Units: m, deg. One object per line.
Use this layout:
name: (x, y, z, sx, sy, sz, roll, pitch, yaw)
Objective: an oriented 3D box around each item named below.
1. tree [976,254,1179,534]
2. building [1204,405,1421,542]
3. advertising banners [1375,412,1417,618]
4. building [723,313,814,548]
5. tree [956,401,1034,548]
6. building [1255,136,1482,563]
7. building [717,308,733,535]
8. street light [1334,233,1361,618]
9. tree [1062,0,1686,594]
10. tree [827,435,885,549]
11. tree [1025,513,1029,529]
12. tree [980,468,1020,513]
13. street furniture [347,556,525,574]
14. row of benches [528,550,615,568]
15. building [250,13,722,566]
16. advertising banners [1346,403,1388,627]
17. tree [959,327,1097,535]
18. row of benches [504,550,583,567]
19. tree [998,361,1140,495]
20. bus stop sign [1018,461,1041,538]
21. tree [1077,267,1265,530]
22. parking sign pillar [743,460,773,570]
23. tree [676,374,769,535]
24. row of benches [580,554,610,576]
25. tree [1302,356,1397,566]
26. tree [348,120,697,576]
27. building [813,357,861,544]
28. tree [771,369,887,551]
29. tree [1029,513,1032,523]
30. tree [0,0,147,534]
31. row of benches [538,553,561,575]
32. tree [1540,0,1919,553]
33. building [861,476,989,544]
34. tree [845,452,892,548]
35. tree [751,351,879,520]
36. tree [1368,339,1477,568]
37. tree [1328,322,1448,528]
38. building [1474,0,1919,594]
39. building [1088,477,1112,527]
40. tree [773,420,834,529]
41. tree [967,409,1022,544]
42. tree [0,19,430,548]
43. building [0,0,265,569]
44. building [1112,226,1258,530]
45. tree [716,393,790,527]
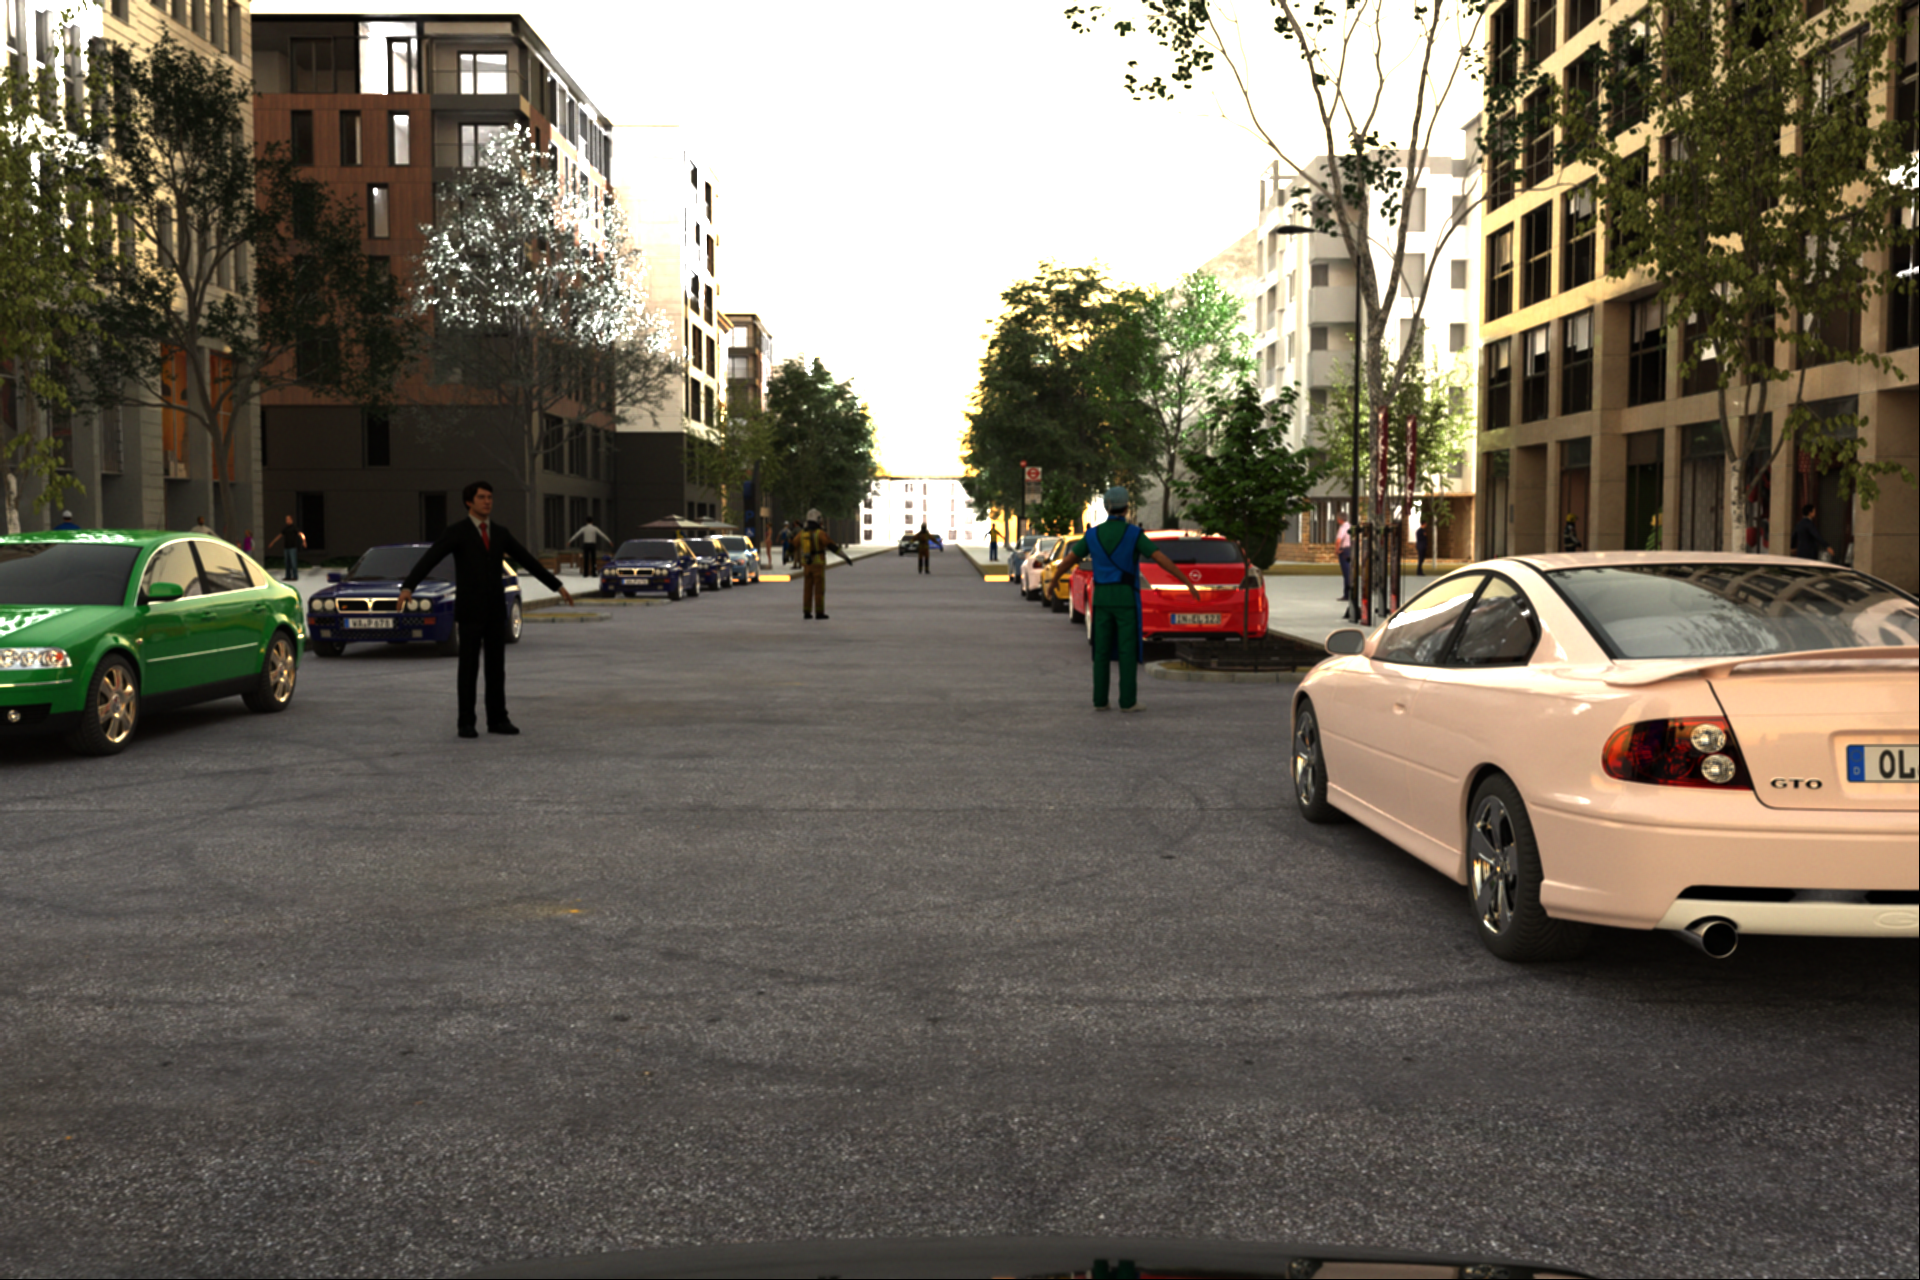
tree: (5.246, -10.459, 77.662, 9.857, 13.997, 8.962, 0, 3, 0)
building: (21.544, -10.030, 106.131, 9.099, 9.664, 28.070, 0, 4, 0)
advertising banners: (6.544, -1.824, 26.012, 0.090, 3.025, 2.074, 0, 4, 0)
building: (-29.770, -20.344, 176.600, 27.936, 21.610, 32.646, 0, 4, -1)
tree: (4.233, -15.425, 158.846, 9.857, 13.997, 8.962, 0, 3, 0)
building: (20.437, -14.213, 88.800, 16.016, 20.090, 11.380, 0, 4, -1)
building: (-25.966, -17.473, 116.605, 19.493, 23.208, 18.063, 0, 4, -1)
street light: (6.544, -3.283, 26.217, 1.470, 5.913, 1.316, 0, 4, 0)
tree: (8.449, -10.964, 35.144, 12.611, 20.169, 13.585, 0, 3, 0)
tree: (-10.259, -13.583, 147.833, 9.928, 11.665, 9.643, 0, 3, 0)
tree: (9.743, -17.941, 243.696, 4.737, 8.622, 4.395, 0, 3, 0)
tree: (5.064, -13.344, 143.923, 9.928, 11.665, 9.643, 0, 3, 0)
street furniture: (-17.497, -2.664, 59.179, 5.734, 0.657, 10.072, 0, 4, -7)
row of benches: (-15.132, -3.065, 65.569, 4.104, 0.672, 1.422, 1, 4, 11)
building: (-27.817, -14.721, 84.671, 27.936, 21.610, 32.646, 0, 4, 0)
advertising banners: (5.698, -1.716, 24.247, 0.090, 3.025, 2.074, 0, 4, 0)
tree: (4.799, -12.120, 104.817, 9.857, 13.997, 8.962, 0, 3, 0)
row of benches: (-16.825, -3.187, 67.571, 4.104, 0.672, 1.422, 0, 4, 0)
tree: (5.475, -9.511, 89.915, 8.767, 10.594, 7.601, 0, 4, 7)
bus stop sign: (2.519, -4.535, 62.854, 0.855, 3.939, 0.416, 0, 4, -1)
tree: (8.121, -8.645, 67.094, 9.928, 11.665, 9.643, 0, 3, 0)
parking sign pillar: (-7.524, -4.541, 62.713, 1.447, 3.967, 1.447, 0, 4, 1)
tree: (-10.678, -7.848, 78.680, 4.737, 8.622, 4.395, 0, 3, 0)
row of benches: (-11.330, -2.356, 53.975, 1.422, 0.672, 4.104, -1, 4, -18)
tree: (16.025, -7.327, 70.164, 4.737, 8.622, 4.395, 0, 3, 0)
tree: (-13.148, -8.694, 52.520, 12.009, 13.543, 11.850, 0, 3, 0)
building: (-27.027, -22.742, 215.798, 27.936, 21.610, 32.646, 0, 4, -1)
tree: (-10.107, -13.689, 130.477, 9.857, 13.997, 8.962, 0, 3, 0)
tree: (4.857, -10.478, 121.672, 4.360, 8.622, 3.978, 0, 3, 0)
tree: (-12.418, -4.395, 22.217, 4.737, 8.622, 4.395, 0, 3, 0)
row of benches: (-13.247, -2.462, 55.721, 1.422, 0.672, 4.104, -1, 4, -11)
tree: (8.163, -4.132, 17.927, 4.737, 8.622, 4.395, 0, 3, 0)
building: (-9.925, -18.576, 248.322, 28.070, 9.664, 9.099, 0, 4, 5)
tree: (-10.447, -13.722, 158.765, 8.767, 10.594, 7.601, 0, 4, -2)
tree: (-10.102, -13.055, 120.096, 9.857, 13.997, 8.962, 0, 3, 0)
tree: (17.558, -6.983, 64.531, 4.737, 8.622, 4.395, 0, 3, 0)
tree: (14.349, -6.546, 57.397, 4.737, 8.622, 4.395, 0, 3, 0)
building: (27.658, -14.673, 43.097, 19.350, 26.588, 34.151, 0, 3, 0)
building: (21.314, -16.507, 212.031, 9.099, 9.664, 28.070, 0, 4, -1)
tree: (-10.028, -9.856, 111.502, 4.360, 8.622, 3.978, 0, 3, 0)
tree: (4.584, -12.590, 131.604, 9.928, 11.665, 9.643, 0, 3, 0)
tree: (-13.516, -5.947, 31.641, 7.601, 10.594, 8.767, 2, 4, 33)
building: (-29.693, -16.361, 44.996, 11.434, 29.767, 29.804, 0, 4, 0)
building: (21.502, -18.248, 129.276, 19.493, 23.208, 18.063, 0, 3, 0)
tree: (-10.769, -8.594, 90.872, 4.737, 8.622, 4.395, 0, 3, 0)
